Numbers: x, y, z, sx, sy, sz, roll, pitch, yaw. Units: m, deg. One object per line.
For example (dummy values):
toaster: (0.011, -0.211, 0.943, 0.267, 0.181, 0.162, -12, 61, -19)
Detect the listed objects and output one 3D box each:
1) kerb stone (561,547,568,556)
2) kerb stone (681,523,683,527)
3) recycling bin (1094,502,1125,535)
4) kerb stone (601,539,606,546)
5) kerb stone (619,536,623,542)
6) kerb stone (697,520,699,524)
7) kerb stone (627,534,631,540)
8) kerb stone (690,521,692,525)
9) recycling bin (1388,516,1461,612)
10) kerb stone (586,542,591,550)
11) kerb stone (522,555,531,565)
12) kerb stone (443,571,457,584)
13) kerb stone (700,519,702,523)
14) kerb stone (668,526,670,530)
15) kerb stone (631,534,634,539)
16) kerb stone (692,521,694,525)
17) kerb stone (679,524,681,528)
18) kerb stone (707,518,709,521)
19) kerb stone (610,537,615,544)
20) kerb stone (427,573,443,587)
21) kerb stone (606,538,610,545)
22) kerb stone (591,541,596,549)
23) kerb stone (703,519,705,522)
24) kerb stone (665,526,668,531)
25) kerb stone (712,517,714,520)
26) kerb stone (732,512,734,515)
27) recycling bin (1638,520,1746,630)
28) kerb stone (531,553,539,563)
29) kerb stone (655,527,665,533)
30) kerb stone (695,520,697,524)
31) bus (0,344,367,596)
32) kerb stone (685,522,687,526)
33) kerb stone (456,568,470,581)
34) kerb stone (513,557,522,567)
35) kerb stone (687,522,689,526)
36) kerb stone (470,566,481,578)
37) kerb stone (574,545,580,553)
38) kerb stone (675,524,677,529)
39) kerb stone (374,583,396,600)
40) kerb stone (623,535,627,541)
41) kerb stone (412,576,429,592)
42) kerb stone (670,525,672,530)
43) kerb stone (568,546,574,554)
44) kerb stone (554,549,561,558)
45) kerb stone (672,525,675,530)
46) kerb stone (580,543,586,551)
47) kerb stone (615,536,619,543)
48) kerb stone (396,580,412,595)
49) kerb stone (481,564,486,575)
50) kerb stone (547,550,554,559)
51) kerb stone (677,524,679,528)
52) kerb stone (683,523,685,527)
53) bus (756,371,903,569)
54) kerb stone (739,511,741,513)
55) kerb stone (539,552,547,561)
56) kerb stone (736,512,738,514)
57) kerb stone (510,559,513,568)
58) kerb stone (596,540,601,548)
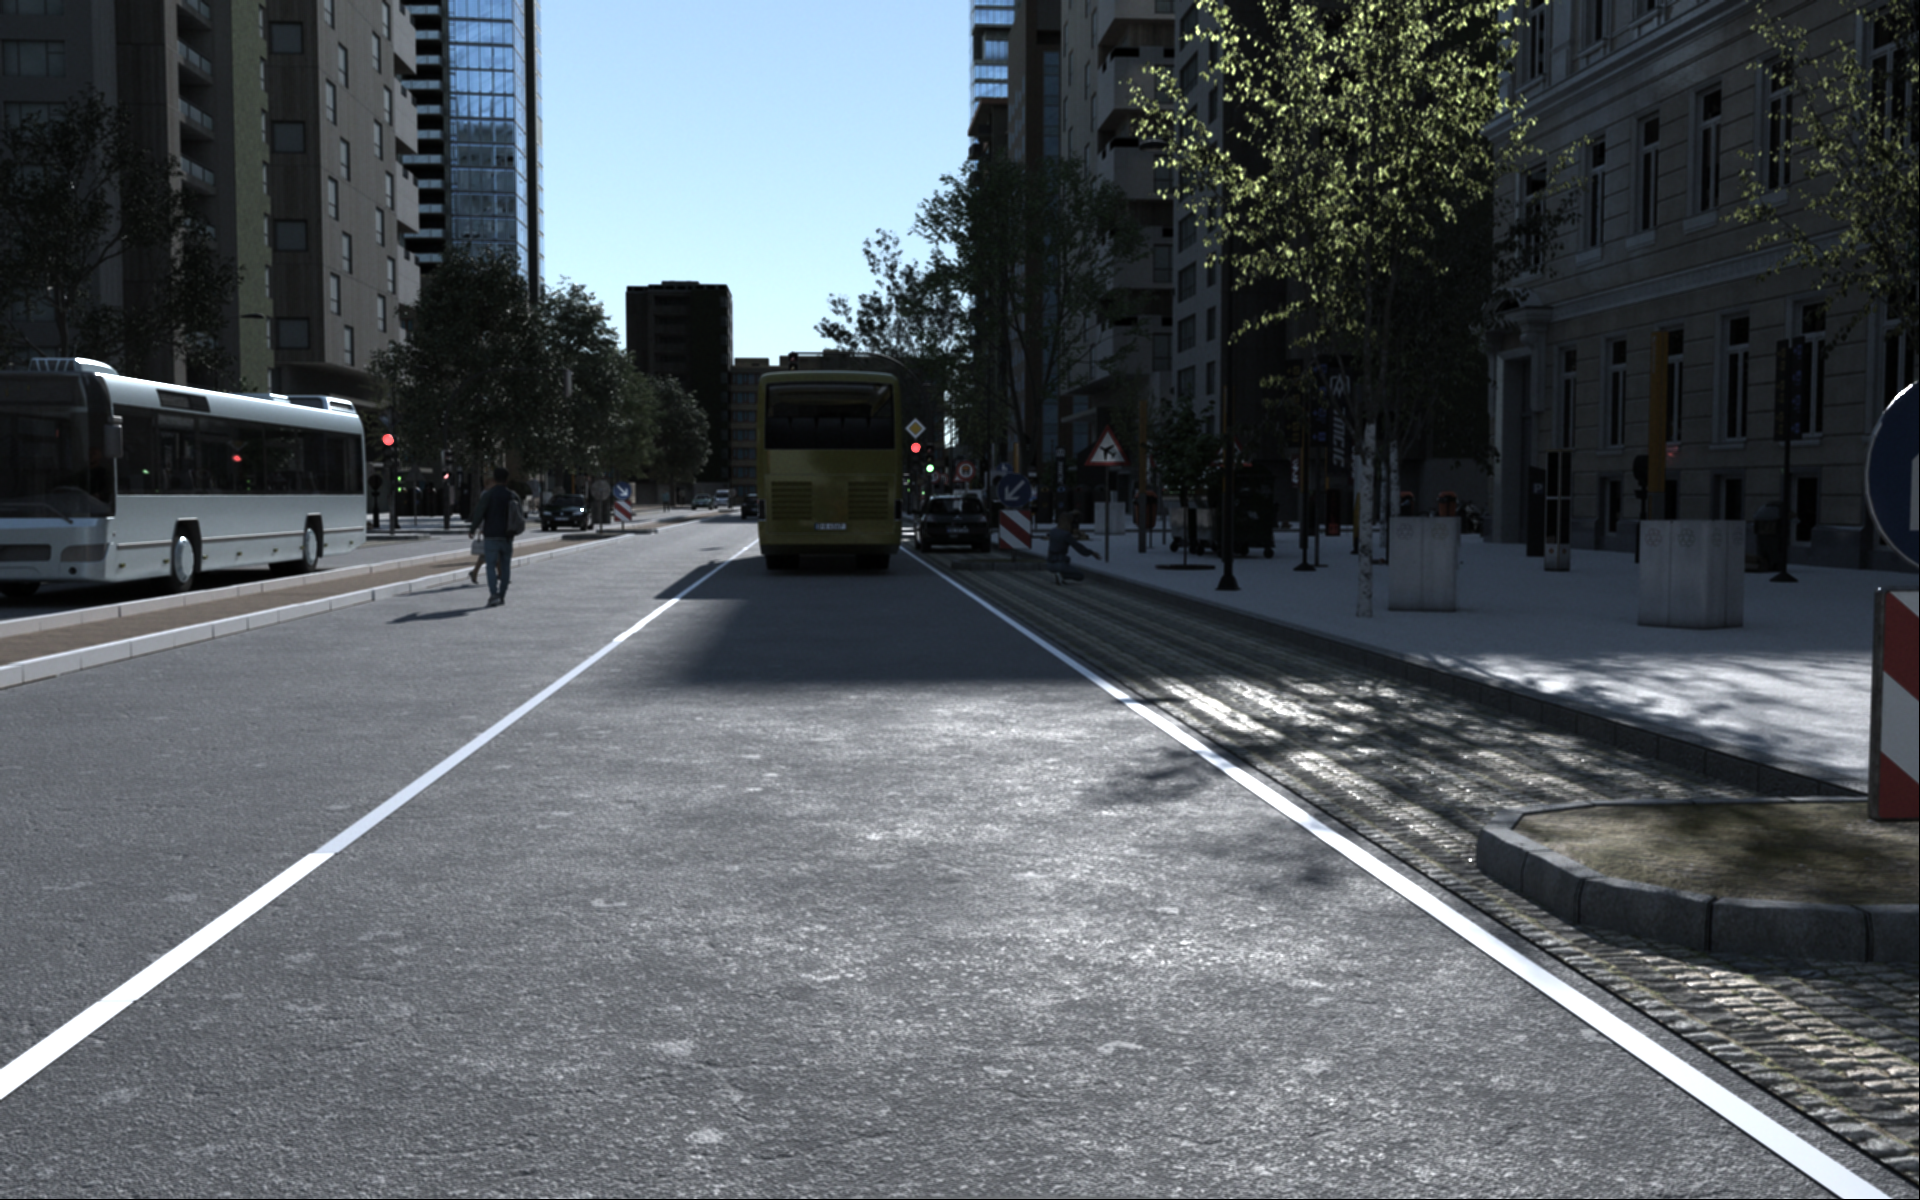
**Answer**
kerb stone: (-9.291, -1.099, 40.166, 0.120, 0.150, 1.000, 0, 4, -5)
kerb stone: (-11.950, -3.128, 73.409, 0.120, 0.150, 1.000, 0, 4, -5)
recycling bin: (4.738, -2.581, 54.752, 0.722, 1.027, 0.722, -3, 5, -41)
kerb stone: (-9.867, -1.537, 47.320, 0.120, 0.150, 1.000, 0, 4, -5)
kerb stone: (-10.186, -1.785, 51.398, 0.120, 0.150, 1.000, 0, 4, -5)
kerb stone: (-12.688, -3.697, 82.634, 0.120, 0.150, 1.000, 0, 4, -5)
kerb stone: (-10.353, -1.911, 53.440, 0.120, 0.150, 1.000, 0, 4, -5)
kerb stone: (-12.361, -3.445, 78.521, 0.120, 0.150, 1.000, 0, 4, -5)
recycling bin: (5.160, -0.408, 19.229, 0.722, 1.027, 0.722, 1, 4, 20)
kerb stone: (-9.625, -1.349, 44.259, 0.120, 0.150, 1.000, 0, 4, -5)
kerb stone: (-8.885, -0.784, 35.049, 0.120, 0.150, 1.000, 0, 4, -5)
kerb stone: (-8.319, -0.343, 27.904, 0.120, 0.150, 1.000, 0, 4, -5)
kerb stone: (-12.846, -3.819, 84.675, 0.120, 0.150, 1.000, 0, 4, -5)
kerb stone: (-11.467, -2.756, 67.264, 0.120, 0.150, 1.000, 0, 4, -5)
kerb stone: (-10.436, -1.973, 54.459, 0.120, 0.150, 1.000, 0, 4, -5)
kerb stone: (-12.436, -3.506, 79.544, 0.120, 0.150, 1.000, 0, 4, -5)
kerb stone: (-11.866, -3.070, 72.390, 0.120, 0.150, 1.000, 0, 4, -5)
kerb stone: (-13.262, -4.134, 89.787, 0.120, 0.150, 1.000, 0, 4, -5)
kerb stone: (-10.033, -1.658, 49.359, 0.120, 0.150, 1.000, 0, 4, -5)
kerb stone: (-8.239, -0.287, 26.883, 0.120, 0.150, 1.000, 0, 4, -5)
kerb stone: (-9.950, -1.599, 48.339, 0.120, 0.150, 1.000, 0, 4, -5)
kerb stone: (-9.706, -1.412, 45.277, 0.120, 0.150, 1.000, 0, 4, -5)
kerb stone: (-13.010, -3.947, 86.722, 0.120, 0.150, 1.000, 0, 4, -5)
kerb stone: (-11.377, -2.690, 66.246, 0.120, 0.150, 1.000, 0, 4, -5)
kerb stone: (-13.588, -4.383, 93.880, 0.120, 0.150, 1.000, 0, 4, -5)
kerb stone: (-15.300, -5.690, 115.314, 0.120, 0.150, 1.000, 0, 4, -5)
recycling bin: (7.096, -0.260, 16.804, 0.722, 1.027, 0.722, -3, 4, -36)
kerb stone: (-8.959, -0.848, 36.068, 0.120, 0.150, 1.000, 0, 4, -5)
kerb stone: (-11.294, -2.631, 65.221, 0.120, 0.150, 1.000, 0, 4, -5)
kerb stone: (-12.610, -3.633, 81.611, 0.120, 0.150, 1.000, 0, 4, -5)
bus: (-12.387, -1.974, 27.130, 2.948, 3.499, 13.247, 0, 4, -4)
kerb stone: (-12.115, -3.255, 75.461, 0.120, 0.150, 1.000, 0, 4, -5)
kerb stone: (-8.396, -0.408, 28.924, 0.120, 0.150, 1.000, 0, 4, -5)
kerb stone: (-8.813, -0.721, 34.030, 0.120, 0.150, 1.000, 0, 4, -5)
kerb stone: (-12.191, -3.320, 76.481, 0.120, 0.150, 1.000, 0, 4, -5)
kerb stone: (-8.482, -0.473, 29.950, 0.120, 0.150, 1.000, 0, 4, -5)
kerb stone: (-9.460, -1.224, 42.210, 0.120, 0.150, 1.000, 0, 4, -5)
kerb stone: (-11.706, -2.943, 70.332, 0.120, 0.150, 1.000, 0, 4, -5)
kerb stone: (-7.980, -0.099, 23.809, 0.120, 0.150, 1.000, 0, 4, -5)
kerb stone: (-10.272, -1.848, 52.416, 0.120, 0.150, 1.000, 0, 4, -5)
kerb stone: (-8.142, -0.217, 25.857, 0.120, 0.150, 1.000, 0, 4, -5)
kerb stone: (-11.543, -2.817, 68.294, 0.120, 0.150, 1.000, 0, 4, -5)
kerb stone: (-9.376, -1.162, 41.192, 0.120, 0.150, 1.000, 0, 4, -5)
kerb stone: (-9.208, -1.033, 39.147, 0.120, 0.150, 1.000, 0, 4, -5)
kerb stone: (-11.624, -2.882, 69.313, 0.120, 0.150, 1.000, 0, 4, -5)
kerb stone: (-9.539, -1.287, 43.236, 0.120, 0.150, 1.000, 0, 4, -5)
kerb stone: (-10.111, -1.724, 50.377, 0.120, 0.150, 1.000, 0, 4, -5)
kerb stone: (-8.068, -0.161, 24.836, 0.120, 0.150, 1.000, 0, 4, -5)
kerb stone: (-8.563, -0.537, 30.969, 0.120, 0.150, 1.000, 0, 4, -5)
kerb stone: (-9.136, -0.971, 38.115, 0.120, 0.150, 1.000, 0, 4, -5)
kerb stone: (-11.785, -3.007, 71.363, 0.120, 0.150, 1.000, 0, 4, -5)
kerb stone: (-12.030, -3.189, 74.437, 0.120, 0.150, 1.000, 0, 4, -5)
bus: (-2.796, -2.716, 35.948, 2.896, 3.916, 12.252, 0, 4, -5)
kerb stone: (-16.040, -6.258, 124.508, 0.120, 0.150, 1.000, 0, 4, -5)
kerb stone: (-9.050, -0.911, 37.086, 0.120, 0.150, 1.000, 0, 4, -5)
kerb stone: (-15.706, -6.007, 120.414, 0.120, 0.150, 1.000, 0, 4, -5)
kerb stone: (-8.724, -0.660, 33.011, 0.120, 0.150, 1.000, 0, 4, -5)
kerb stone: (-9.789, -1.474, 46.301, 0.120, 0.150, 1.000, 0, 4, -5)
